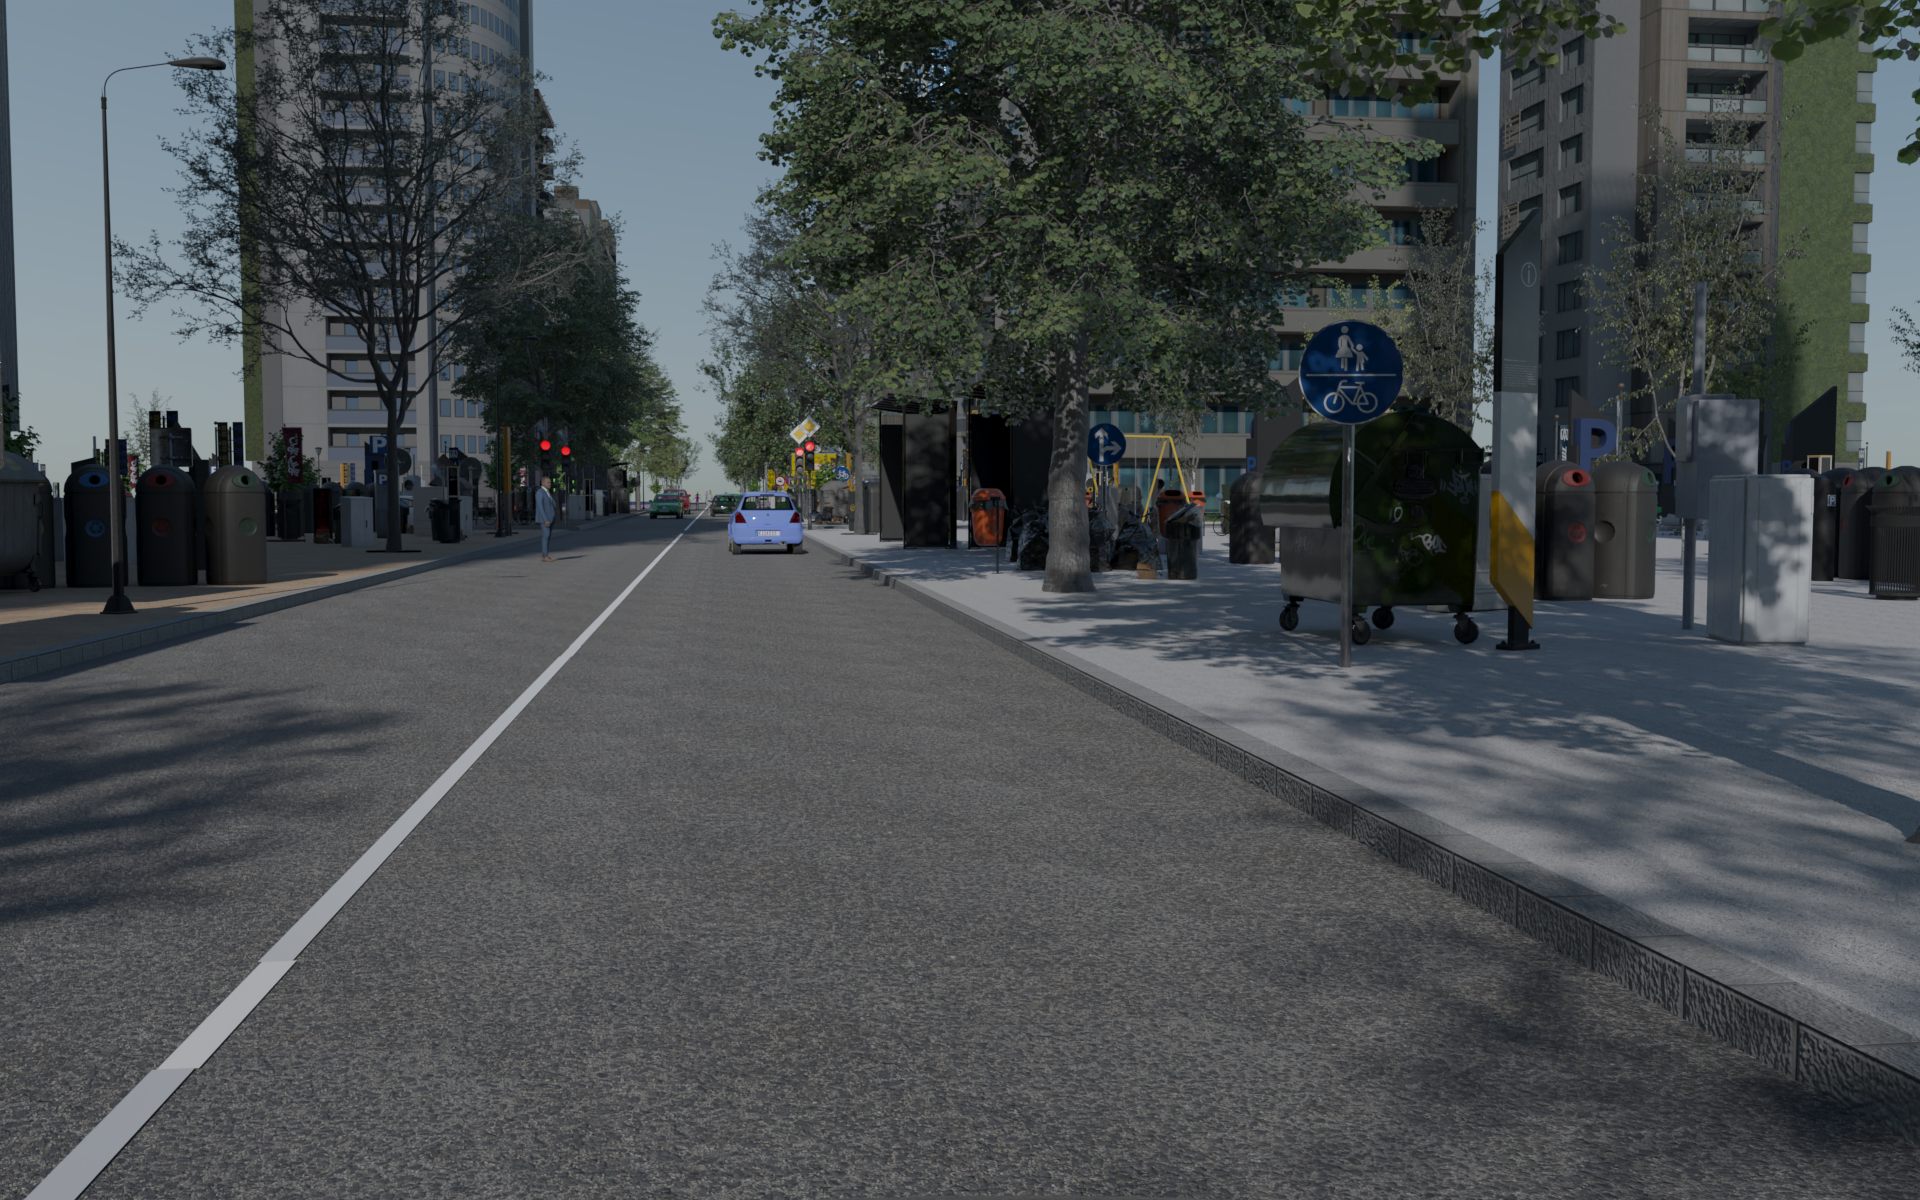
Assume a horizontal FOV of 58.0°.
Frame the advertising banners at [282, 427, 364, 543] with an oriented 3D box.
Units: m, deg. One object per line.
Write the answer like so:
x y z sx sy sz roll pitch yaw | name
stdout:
-16.623 -2.998 45.210 2.074 3.025 0.090 0 4 -2 | advertising banners

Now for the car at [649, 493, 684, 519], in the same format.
-17.090 -5.631 100.855 1.959 1.807 4.718 0 4 -6 | car

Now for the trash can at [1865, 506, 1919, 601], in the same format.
11.372 -0.571 20.994 0.748 1.137 0.748 0 3 0 | trash can

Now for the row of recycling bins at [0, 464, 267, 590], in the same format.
-11.580 -1.041 24.129 3.534 1.692 1.069 -2 4 -25 | row of recycling bins

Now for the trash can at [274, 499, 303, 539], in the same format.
-18.722 -2.243 48.326 0.748 1.137 0.748 0 3 0 | trash can

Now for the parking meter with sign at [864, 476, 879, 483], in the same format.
-3.676 -4.692 72.982 1.738 3.016 0.543 -3 5 -39 | parking meter with sign

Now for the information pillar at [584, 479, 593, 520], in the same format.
-18.173 -4.913 84.824 0.304 2.012 0.304 1 4 15 | information pillar

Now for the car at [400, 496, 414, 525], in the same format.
-20.817 -3.117 63.324 4.827 1.381 2.083 0 4 -8 | car

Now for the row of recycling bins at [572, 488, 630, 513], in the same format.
-23.647 -6.588 114.831 3.534 1.692 1.069 0 4 -2 | row of recycling bins

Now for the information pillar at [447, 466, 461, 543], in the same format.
-13.357 -2.520 45.700 0.304 2.012 0.304 -1 4 -12 | information pillar

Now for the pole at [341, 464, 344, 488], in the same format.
-41.711 -7.532 116.985 0.158 3.312 0.155 0 3 0 | pole

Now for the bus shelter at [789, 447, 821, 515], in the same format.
-10.512 -8.688 119.674 2.179 5.291 8.768 0 4 -8 | bus shelter

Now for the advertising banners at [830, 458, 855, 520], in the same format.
-5.706 -5.399 84.455 0.090 3.025 2.074 2 4 33 | advertising banners

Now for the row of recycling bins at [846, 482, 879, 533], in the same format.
-3.063 -3.160 58.780 1.069 1.692 3.534 -1 4 -13 | row of recycling bins

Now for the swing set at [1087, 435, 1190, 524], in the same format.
4.487 -2.961 46.024 3.119 2.851 2.862 -2 4 -30 | swing set

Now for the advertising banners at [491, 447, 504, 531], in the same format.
-16.202 -3.941 60.616 0.090 3.025 2.074 -2 4 -25 | advertising banners

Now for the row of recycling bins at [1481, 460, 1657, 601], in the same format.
6.860 -0.845 20.927 3.534 1.692 1.069 -1 4 -22 | row of recycling bins

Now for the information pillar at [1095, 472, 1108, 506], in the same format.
4.625 -3.188 56.616 0.304 2.012 0.304 -2 4 -25 | information pillar

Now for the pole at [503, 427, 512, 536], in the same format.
-13.770 -3.600 52.703 0.158 3.312 0.155 0 3 0 | pole

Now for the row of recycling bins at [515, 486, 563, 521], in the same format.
-20.438 -4.709 84.106 1.069 1.692 3.534 -3 5 -44 | row of recycling bins

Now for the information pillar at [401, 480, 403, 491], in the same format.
-29.754 -5.408 92.908 0.304 2.012 0.304 -2 4 -34 | information pillar

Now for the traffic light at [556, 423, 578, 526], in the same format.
-15.575 -4.877 68.665 0.839 4.253 0.868 0 4 -8 | traffic light

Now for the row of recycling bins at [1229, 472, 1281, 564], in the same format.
6.766 -1.521 31.974 3.534 1.692 1.069 0 4 -1 | row of recycling bins

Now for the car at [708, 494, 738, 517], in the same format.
-15.073 -6.167 110.609 2.009 1.686 4.222 -1 4 -10 | car

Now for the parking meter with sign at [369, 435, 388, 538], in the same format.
-16.984 -3.339 50.862 0.543 3.016 1.738 -1 4 -21 | parking meter with sign

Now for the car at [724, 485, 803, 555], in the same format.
-4.775 -1.995 42.209 1.945 1.707 3.694 -1 4 -9 | car

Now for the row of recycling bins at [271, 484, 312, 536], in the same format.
-21.717 -2.779 52.557 3.534 1.692 1.069 0 4 -5 | row of recycling bins

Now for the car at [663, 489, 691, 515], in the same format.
-20.017 -6.911 121.662 2.281 1.827 5.304 0 4 -6 | car

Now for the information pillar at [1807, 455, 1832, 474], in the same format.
16.336 -1.742 32.970 0.304 2.012 0.304 -1 4 -21 | information pillar

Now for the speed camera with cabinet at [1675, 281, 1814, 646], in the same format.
7.006 -1.296 15.526 0.660 3.252 2.038 0 4 7 | speed camera with cabinet

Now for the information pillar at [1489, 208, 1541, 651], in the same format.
4.546 -1.395 14.163 0.504 3.616 0.183 -2 4 -35 | information pillar

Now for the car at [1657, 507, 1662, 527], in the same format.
26.590 -3.738 69.914 4.718 1.807 1.959 -1 4 -8 | car

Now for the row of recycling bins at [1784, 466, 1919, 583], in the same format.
13.686 -1.189 26.557 1.069 1.692 3.534 0 4 -4 | row of recycling bins

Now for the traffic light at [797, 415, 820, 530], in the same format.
-5.406 -4.471 62.025 0.839 4.253 0.868 0 4 -8 | traffic light

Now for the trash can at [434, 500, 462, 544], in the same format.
-13.315 -2.043 45.059 0.748 1.137 0.748 0 3 0 | trash can

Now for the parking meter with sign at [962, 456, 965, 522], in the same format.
-0.668 -5.045 78.754 1.738 3.016 0.543 0 4 -6 | parking meter with sign

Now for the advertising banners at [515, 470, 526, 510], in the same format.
-32.529 -7.945 126.091 2.074 3.025 0.090 1 4 9 | advertising banners

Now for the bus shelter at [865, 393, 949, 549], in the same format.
-1.247 -3.187 43.388 1.731 3.624 6.357 0 4 -8 | bus shelter

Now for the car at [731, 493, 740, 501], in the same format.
-16.699 -7.202 126.548 1.959 1.807 4.718 0 4 -8 | car

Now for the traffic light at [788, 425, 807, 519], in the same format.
-6.503 -4.955 69.935 0.839 4.253 0.868 0 4 -8 | traffic light

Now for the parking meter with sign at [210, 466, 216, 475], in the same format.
-46.820 -6.920 109.404 0.543 3.016 1.738 -1 4 -10 | parking meter with sign

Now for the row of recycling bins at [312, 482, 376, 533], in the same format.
-20.596 -3.108 57.932 1.069 1.692 3.534 3 4 36 | row of recycling bins

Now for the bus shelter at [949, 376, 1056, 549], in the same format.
1.091 -2.812 37.267 1.731 3.624 6.357 0 4 -8 | bus shelter

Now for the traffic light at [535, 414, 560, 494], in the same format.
-14.478 -4.394 60.755 0.839 4.253 0.868 0 4 -8 | traffic light

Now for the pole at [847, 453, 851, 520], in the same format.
-5.555 -5.668 86.515 0.158 3.312 0.155 0 3 0 | pole

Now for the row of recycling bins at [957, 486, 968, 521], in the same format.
0.255 -4.741 84.625 1.069 1.692 3.534 -1 4 -10 | row of recycling bins

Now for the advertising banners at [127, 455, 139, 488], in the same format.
-36.333 -4.990 77.777 2.074 3.025 0.090 0 4 1 | advertising banners

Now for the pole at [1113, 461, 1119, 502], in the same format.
5.751 -4.283 63.877 0.158 3.312 0.155 0 3 0 | pole

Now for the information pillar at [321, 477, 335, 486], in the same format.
-27.482 -4.321 75.143 0.304 2.012 0.304 1 4 10 | information pillar

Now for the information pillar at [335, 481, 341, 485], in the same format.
-36.273 -5.902 100.994 0.304 2.012 0.304 3 4 38 | information pillar

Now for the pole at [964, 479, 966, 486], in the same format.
0.246 -6.318 97.136 0.158 3.312 0.155 0 3 0 | pole

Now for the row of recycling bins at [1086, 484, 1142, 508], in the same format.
6.467 -4.039 73.148 1.069 1.692 3.534 -2 4 -30 | row of recycling bins

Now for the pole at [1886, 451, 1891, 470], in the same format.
44.159 -5.419 82.447 0.158 3.312 0.155 0 3 0 | pole

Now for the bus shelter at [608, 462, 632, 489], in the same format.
-25.489 -8.435 129.189 1.731 3.624 6.357 0 4 -8 | bus shelter
